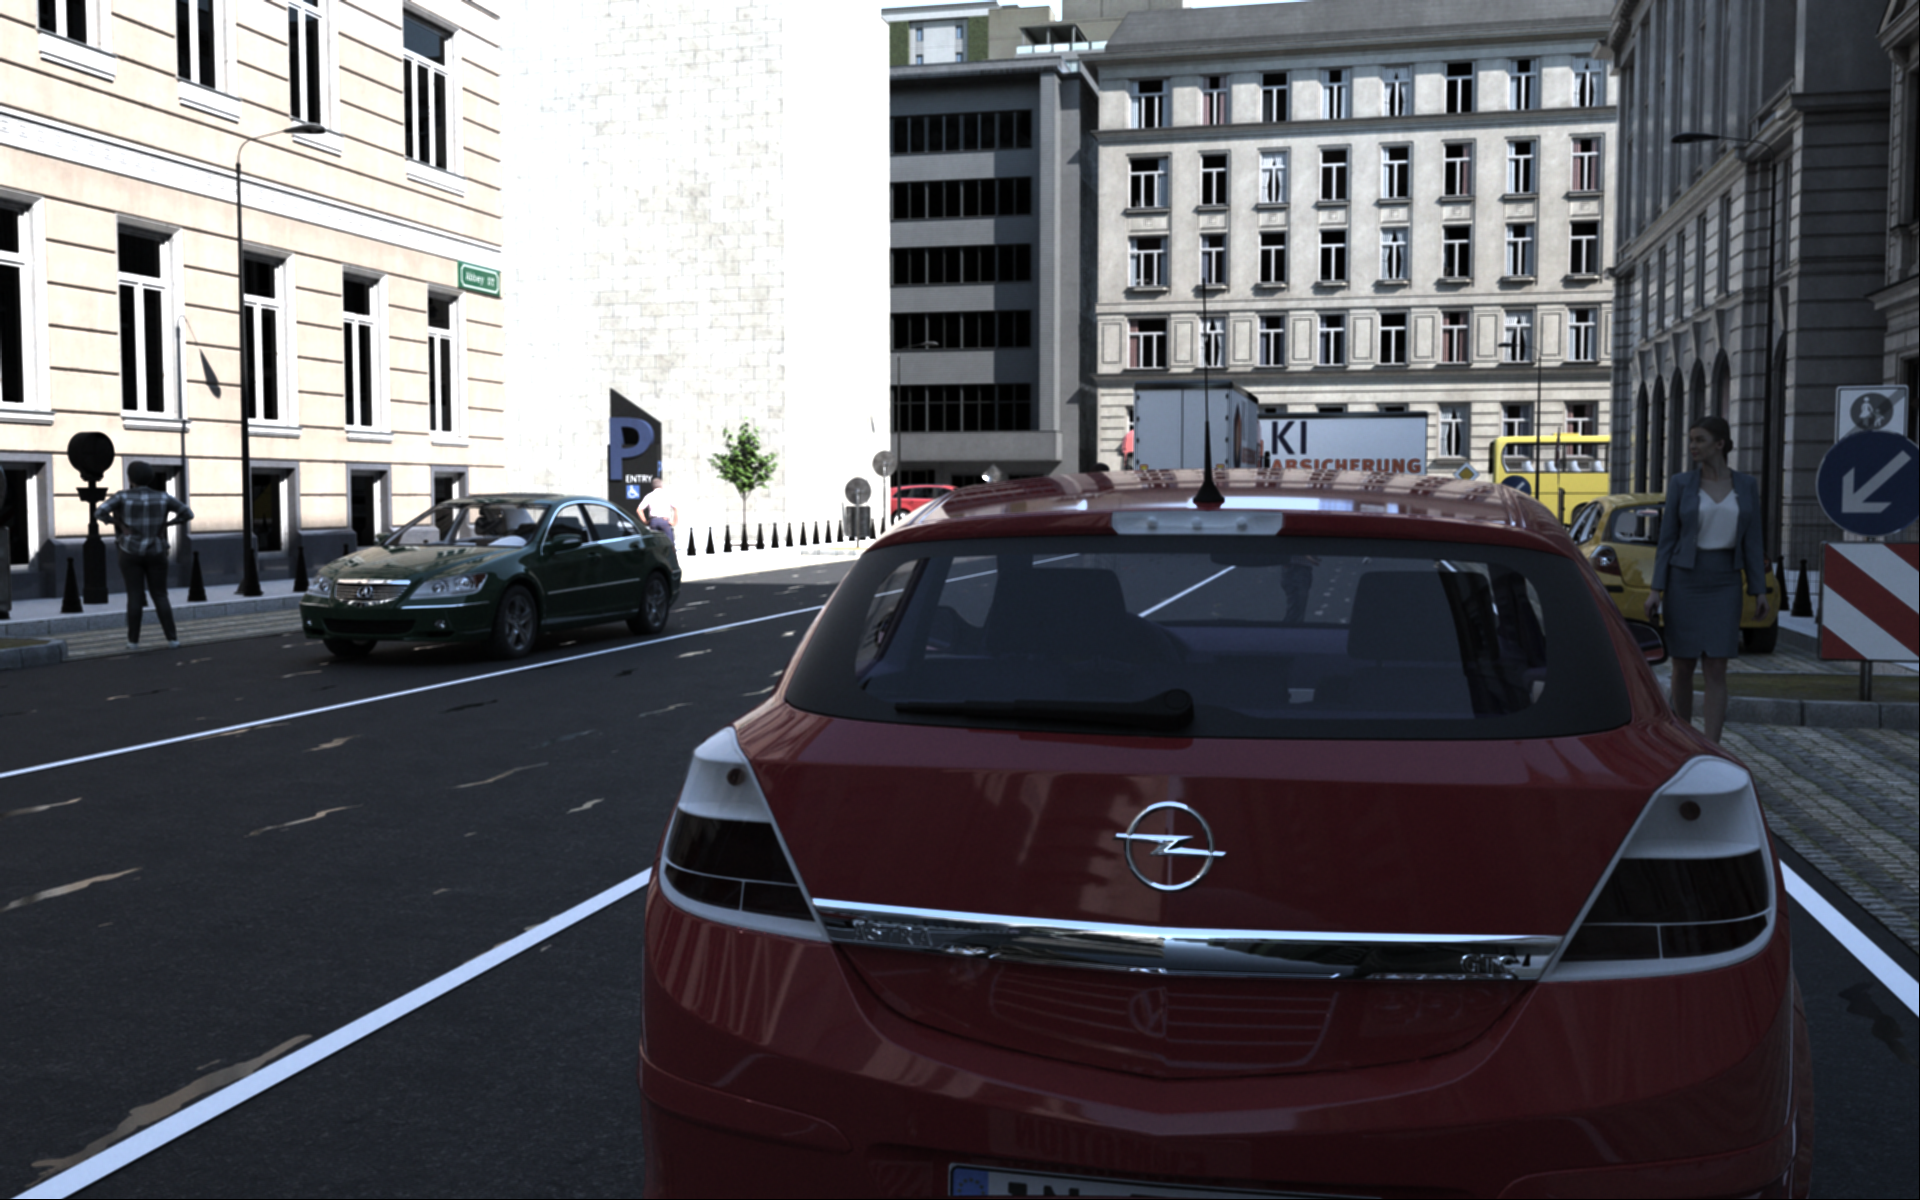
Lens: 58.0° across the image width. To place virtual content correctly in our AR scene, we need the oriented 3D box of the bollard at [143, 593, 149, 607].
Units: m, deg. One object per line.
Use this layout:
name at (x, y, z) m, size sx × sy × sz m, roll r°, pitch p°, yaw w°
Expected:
bollard at (-9.380, -0.226, 19.742) m, size 0.229 × 0.601 × 0.229 m, roll 0°, pitch 3°, yaw 0°

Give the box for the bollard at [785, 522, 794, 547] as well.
bollard at (-4.126, -1.581, 41.893) m, size 0.229 × 0.601 × 0.229 m, roll 0°, pitch 3°, yaw 0°

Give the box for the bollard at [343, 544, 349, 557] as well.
bollard at (-8.424, -0.473, 23.776) m, size 0.229 × 0.601 × 0.229 m, roll 0°, pitch 3°, yaw 0°

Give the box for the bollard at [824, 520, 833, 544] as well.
bollard at (-3.413, -1.766, 44.909) m, size 0.229 × 0.601 × 0.229 m, roll 0°, pitch 3°, yaw 0°

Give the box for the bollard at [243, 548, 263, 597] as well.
bollard at (-8.897, -0.350, 21.771) m, size 0.229 × 0.601 × 0.229 m, roll 0°, pitch 3°, yaw 0°

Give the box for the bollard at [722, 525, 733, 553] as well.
bollard at (-5.082, -1.335, 37.875) m, size 0.229 × 0.601 × 0.229 m, roll 0°, pitch 3°, yaw 0°

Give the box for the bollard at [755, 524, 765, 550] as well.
bollard at (-4.604, -1.459, 39.889) m, size 0.229 × 0.601 × 0.229 m, roll 0°, pitch 3°, yaw 0°

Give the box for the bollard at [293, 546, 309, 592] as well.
bollard at (-8.662, -0.412, 22.778) m, size 0.229 × 0.601 × 0.229 m, roll 0°, pitch 3°, yaw 0°

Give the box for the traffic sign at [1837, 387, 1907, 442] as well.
traffic sign at (8.607, -0.874, 16.415) m, size 0.606 × 2.300 × 0.079 m, roll 1°, pitch 4°, yaw 22°

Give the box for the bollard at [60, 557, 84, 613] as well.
bollard at (-9.619, -0.165, 18.742) m, size 0.229 × 0.601 × 0.229 m, roll 0°, pitch 3°, yaw 0°

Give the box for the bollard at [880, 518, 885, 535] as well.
bollard at (-2.226, -2.072, 49.920) m, size 0.229 × 0.601 × 0.229 m, roll 0°, pitch 3°, yaw 0°

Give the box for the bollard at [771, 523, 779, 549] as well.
bollard at (-4.368, -1.520, 40.892) m, size 0.229 × 0.601 × 0.229 m, roll 0°, pitch 3°, yaw 0°

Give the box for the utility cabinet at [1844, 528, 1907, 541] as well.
utility cabinet at (11.395, -0.638, 21.600) m, size 0.306 × 1.237 × 1.020 m, roll 0°, pitch 4°, yaw 1°

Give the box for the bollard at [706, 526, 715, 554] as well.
bollard at (-5.317, -1.274, 36.873) m, size 0.229 × 0.601 × 0.229 m, roll 0°, pitch 3°, yaw 0°

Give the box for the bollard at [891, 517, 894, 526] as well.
bollard at (-1.988, -2.133, 50.922) m, size 0.229 × 0.601 × 0.229 m, roll 0°, pitch 3°, yaw 0°

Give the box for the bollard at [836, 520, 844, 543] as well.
bollard at (-3.177, -1.827, 45.909) m, size 0.229 × 0.601 × 0.229 m, roll 0°, pitch 3°, yaw 0°

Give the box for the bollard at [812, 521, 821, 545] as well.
bollard at (-3.650, -1.704, 43.908) m, size 0.229 × 0.601 × 0.229 m, roll 0°, pitch 3°, yaw 0°

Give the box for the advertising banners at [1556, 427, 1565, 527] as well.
advertising banners at (15.429, -2.955, 44.506) m, size 0.090 × 3.025 × 2.074 m, roll 1°, pitch 4°, yaw 15°

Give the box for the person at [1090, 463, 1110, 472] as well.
person at (1.532, -0.556, 18.161) m, size 0.480 × 1.755 × 0.524 m, roll 1°, pitch 4°, yaw 23°

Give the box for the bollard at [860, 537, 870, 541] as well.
bollard at (-2.695, -1.950, 47.920) m, size 0.229 × 0.601 × 0.229 m, roll 0°, pitch 3°, yaw 0°

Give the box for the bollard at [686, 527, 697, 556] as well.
bollard at (-5.561, -1.212, 35.855) m, size 0.229 × 0.601 × 0.229 m, roll 0°, pitch 3°, yaw 0°

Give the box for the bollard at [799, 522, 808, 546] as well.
bollard at (-3.884, -1.643, 42.908) m, size 0.229 × 0.601 × 0.229 m, roll 0°, pitch 3°, yaw 0°

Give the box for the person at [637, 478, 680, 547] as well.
person at (-5.385, -1.324, 31.085) m, size 0.756 × 1.711 × 0.436 m, roll 0°, pitch 4°, yaw 3°

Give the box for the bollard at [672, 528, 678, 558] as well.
bollard at (-5.794, -1.151, 34.854) m, size 0.229 × 0.601 × 0.229 m, roll 0°, pitch 3°, yaw 0°

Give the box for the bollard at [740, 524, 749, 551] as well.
bollard at (-4.839, -1.397, 38.879) m, size 0.229 × 0.601 × 0.229 m, roll 0°, pitch 3°, yaw 0°

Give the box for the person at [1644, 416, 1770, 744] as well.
person at (3.797, -0.016, 8.791) m, size 0.581 × 1.822 × 0.654 m, roll 2°, pitch 4°, yaw 29°

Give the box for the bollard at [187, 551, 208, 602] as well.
bollard at (-9.143, -0.287, 20.741) m, size 0.229 × 0.601 × 0.229 m, roll 0°, pitch 3°, yaw 0°

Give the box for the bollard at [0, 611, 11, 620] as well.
bollard at (-9.855, -0.103, 17.725) m, size 0.229 × 0.601 × 0.229 m, roll 0°, pitch 3°, yaw 0°

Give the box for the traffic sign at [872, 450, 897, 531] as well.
traffic sign at (-2.209, -3.087, 50.576) m, size 0.768 × 2.556 × 0.104 m, roll 1°, pitch 4°, yaw 16°

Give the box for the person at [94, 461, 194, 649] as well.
person at (-7.525, -0.413, 15.981) m, size 0.841 × 1.734 × 0.376 m, roll -2°, pitch 4°, yaw -31°

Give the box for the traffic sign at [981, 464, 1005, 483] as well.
traffic sign at (1.086, -3.271, 57.125) m, size 0.795 × 2.450 × 0.064 m, roll 1°, pitch 4°, yaw 13°

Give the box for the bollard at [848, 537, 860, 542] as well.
bollard at (-2.931, -1.889, 46.920) m, size 0.229 × 0.601 × 0.229 m, roll 0°, pitch 3°, yaw 0°

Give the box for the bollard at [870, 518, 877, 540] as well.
bollard at (-2.461, -2.011, 48.920) m, size 0.229 × 0.601 × 0.229 m, roll 0°, pitch 3°, yaw 0°

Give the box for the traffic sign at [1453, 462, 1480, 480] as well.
traffic sign at (15.673, -3.059, 53.657) m, size 0.795 × 2.450 × 0.064 m, roll 1°, pitch 4°, yaw 13°
